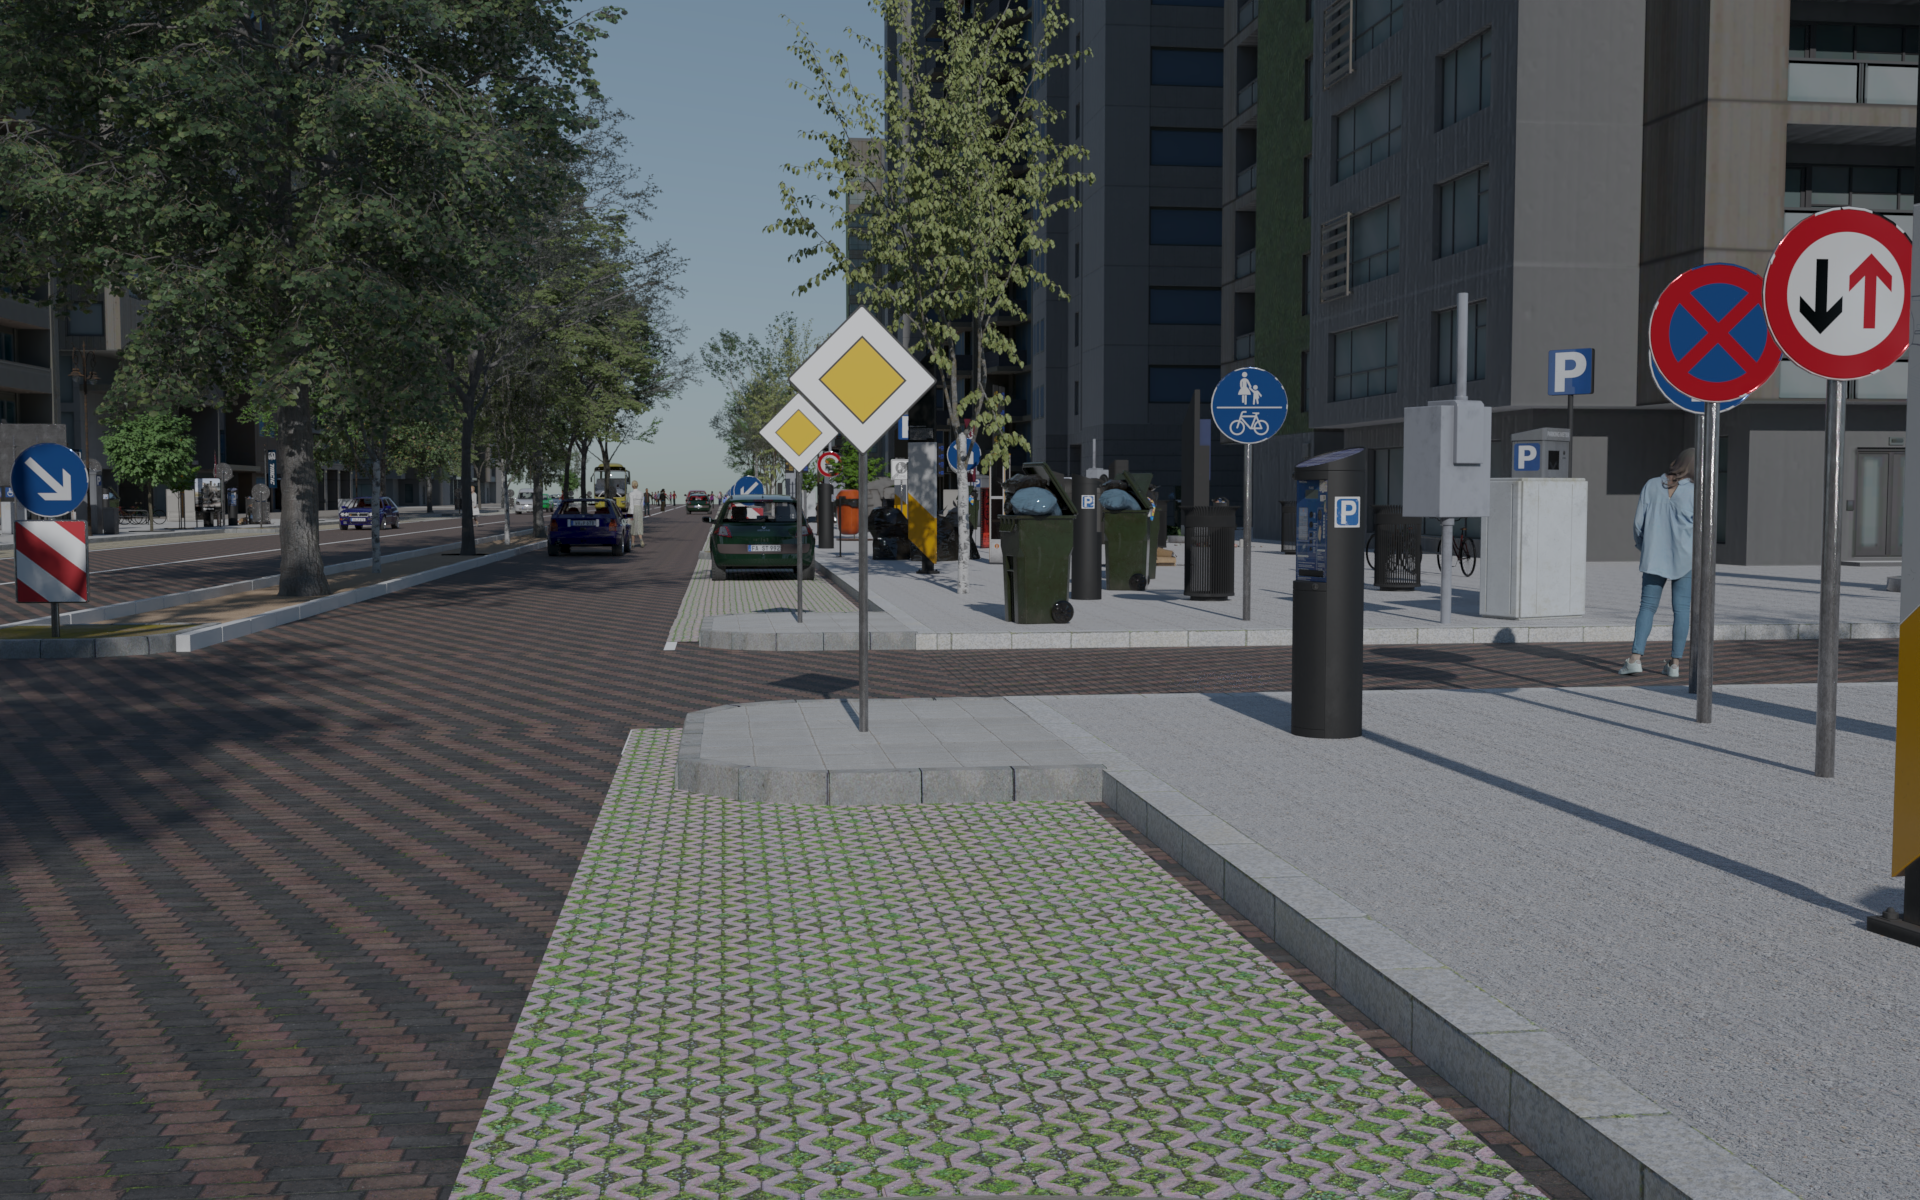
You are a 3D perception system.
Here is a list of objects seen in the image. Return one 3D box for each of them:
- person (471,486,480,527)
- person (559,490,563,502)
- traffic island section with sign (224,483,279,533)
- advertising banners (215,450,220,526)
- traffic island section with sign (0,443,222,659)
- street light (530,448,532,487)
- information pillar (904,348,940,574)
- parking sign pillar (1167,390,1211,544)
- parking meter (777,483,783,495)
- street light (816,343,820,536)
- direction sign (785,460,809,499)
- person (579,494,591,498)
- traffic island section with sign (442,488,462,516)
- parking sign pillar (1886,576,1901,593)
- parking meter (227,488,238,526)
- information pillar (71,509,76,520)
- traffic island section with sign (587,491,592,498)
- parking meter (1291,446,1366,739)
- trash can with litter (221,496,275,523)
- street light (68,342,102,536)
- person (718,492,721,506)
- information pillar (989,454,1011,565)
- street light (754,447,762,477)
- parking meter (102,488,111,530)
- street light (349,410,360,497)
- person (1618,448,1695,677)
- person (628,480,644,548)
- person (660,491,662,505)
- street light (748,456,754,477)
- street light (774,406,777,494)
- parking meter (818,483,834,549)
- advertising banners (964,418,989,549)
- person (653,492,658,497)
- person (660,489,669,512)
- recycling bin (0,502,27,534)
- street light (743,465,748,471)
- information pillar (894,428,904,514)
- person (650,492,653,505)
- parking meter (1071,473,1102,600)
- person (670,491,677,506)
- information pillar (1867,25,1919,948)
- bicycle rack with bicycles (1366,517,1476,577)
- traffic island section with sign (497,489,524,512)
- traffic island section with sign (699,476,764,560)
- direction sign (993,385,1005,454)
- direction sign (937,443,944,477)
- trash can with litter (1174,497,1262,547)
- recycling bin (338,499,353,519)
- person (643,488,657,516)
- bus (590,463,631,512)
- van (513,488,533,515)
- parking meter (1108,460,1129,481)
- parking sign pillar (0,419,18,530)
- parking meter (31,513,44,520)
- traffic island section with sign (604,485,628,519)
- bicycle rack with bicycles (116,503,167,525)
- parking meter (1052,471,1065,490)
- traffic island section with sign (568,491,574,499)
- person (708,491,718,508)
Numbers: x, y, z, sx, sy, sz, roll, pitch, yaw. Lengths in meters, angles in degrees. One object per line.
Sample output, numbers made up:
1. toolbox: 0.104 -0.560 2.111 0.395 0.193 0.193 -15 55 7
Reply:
1. person: -21.134 -4.064 75.299 0.624 1.780 0.694 -2 4 -35
2. person: -35.293 -8.888 153.783 0.705 1.831 1.348 0 4 6
3. traffic island section with sign: -26.038 -3.405 64.295 1.989 1.847 2.006 0 4 -8
4. advertising banners: -29.623 -4.456 69.049 0.090 3.025 2.074 -1 4 -20
5. traffic island section with sign: -8.176 -0.484 16.049 2.006 1.907 1.989 0 4 -8
6. street light: -42.869 -12.244 172.975 0.468 5.910 1.993 0 4 -8
7. information pillar: -0.590 -2.228 27.776 0.504 3.616 0.183 2 4 25
8. parking sign pillar: 6.171 -3.483 45.418 1.447 3.967 1.447 0 4 -7
9. parking meter: -9.240 -5.087 88.881 0.255 1.863 0.399 -1 4 -9
10. street light: -4.359 -4.921 53.246 0.468 5.910 1.993 0 4 -8
11. direction sign: -6.078 -4.433 64.471 0.876 3.537 0.379 0 4 -1
12. person: -32.041 -8.482 148.009 1.217 1.723 0.721 -1 4 -22
13. traffic island section with sign: -32.633 -6.377 112.889 1.989 1.847 2.006 0 4 -8
14. parking sign pillar: 12.937 -2.084 22.541 1.447 3.967 1.447 1 4 9
15. parking meter: -29.582 -3.794 70.437 0.372 1.533 0.369 0 3 0
16. information pillar: -40.808 -4.611 79.877 0.304 2.012 0.304 -3 5 -42
17. traffic island section with sign: -47.512 -13.071 222.337 1.989 1.847 2.006 0 4 -8
18. parking meter: 1.957 -0.049 9.206 0.372 1.533 0.369 0 3 0
19. trash can with litter: -32.034 -4.072 77.642 2.233 1.210 1.678 1 4 18
20. street light: -26.530 -4.883 52.622 0.468 5.910 1.993 0 4 -8
21. person: -29.595 -12.477 213.430 0.436 1.711 0.756 -1 4 -16
22. information pillar: 0.725 -1.657 31.581 0.304 2.012 0.304 1 4 22
23. street light: -14.912 -9.582 129.461 0.468 5.910 1.993 0 4 -8
24. parking meter: -30.892 -3.318 62.666 0.372 1.533 0.369 0 3 0
25. street light: -31.730 -7.229 90.980 0.468 5.910 1.993 0 4 -8
26. person: 5.555 -0.297 13.623 0.793 1.790 0.793 0 4 -4
27. person: -8.621 -2.294 46.241 0.478 1.798 0.641 -2 4 -31
28. person: -24.532 -8.180 142.924 0.721 1.739 1.217 0 4 2
29. street light: -19.949 -11.902 167.378 0.468 5.910 1.993 0 4 -8
30. street light: -9.700 -7.238 91.122 0.468 5.910 1.993 0 4 -8
31. parking meter: -3.150 -1.977 40.739 0.372 1.533 0.369 0 3 0
32. advertising banners: 0.628 -2.729 40.812 0.090 3.025 2.074 2 4 31
33. person: -41.177 -13.839 235.499 1.217 1.736 0.721 -2 4 -25
34. person: -23.278 -7.821 135.997 0.705 1.869 1.348 -3 5 -40
35. recycling bin: -30.436 -2.640 55.720 0.722 1.027 0.722 -2 4 -30
36. street light: -25.814 -14.566 210.934 0.468 5.910 1.993 0 4 -8
37. information pillar: -1.739 -3.749 52.645 0.504 3.616 0.183 0 4 5
38. person: -40.605 -13.382 228.005 0.721 1.735 1.217 -1 4 -20
39. parking meter: 1.541 -0.774 21.073 0.372 1.533 0.369 0 3 0
40. person: -33.546 -11.906 203.104 0.705 1.831 1.348 2 4 24
41. information pillar: 2.816 -0.820 4.758 0.183 3.616 0.504 -1 4 -15
42. bicycle rack with bicycles: 6.818 -0.890 27.933 2.852 0.926 2.925 0 4 1
43. traffic island section with sign: -36.325 -8.036 140.017 1.989 1.847 2.006 0 4 -8
44. traffic island section with sign: -4.789 -1.821 38.405 1.989 1.847 2.006 0 4 -8
45. direction sign: 0.811 -2.714 36.376 0.379 3.537 0.876 1 4 16
46. direction sign: -1.058 -5.206 77.113 0.876 3.537 0.379 -3 5 -40
47. trash can with litter: 6.172 -1.907 42.237 1.678 1.210 2.233 -2 4 -34
48. recycling bin: -31.198 -4.631 88.273 0.722 1.027 0.722 3 5 43
49. person: -20.387 -6.381 112.845 1.348 1.821 0.705 -2 4 -32
50. bus: -27.894 -9.023 139.077 2.896 3.916 12.252 -1 4 -9
51. van: -30.554 -7.070 122.598 2.013 2.044 4.112 -1 4 -10
52. parking meter: 2.724 -1.475 29.836 0.255 1.863 0.399 -1 4 -14
53. parking sign pillar: -33.976 -4.476 61.655 1.447 3.967 1.447 -3 5 -42
54. parking meter: -28.783 -2.959 54.091 0.399 1.863 0.255 1 4 9
55. traffic island section with sign: -18.304 -5.038 90.505 2.006 1.907 1.989 0 4 -8
56. bicycle rack with bicycles: -34.844 -3.619 72.555 2.925 0.926 2.852 -2 4 -26
57. parking meter: 2.386 -2.278 42.954 0.399 1.863 0.255 -1 4 -16
58. traffic island section with sign: -43.883 -11.437 195.626 1.989 1.847 2.006 0 4 -8
59. person: -24.578 -9.969 172.171 1.217 1.739 0.721 2 4 25
